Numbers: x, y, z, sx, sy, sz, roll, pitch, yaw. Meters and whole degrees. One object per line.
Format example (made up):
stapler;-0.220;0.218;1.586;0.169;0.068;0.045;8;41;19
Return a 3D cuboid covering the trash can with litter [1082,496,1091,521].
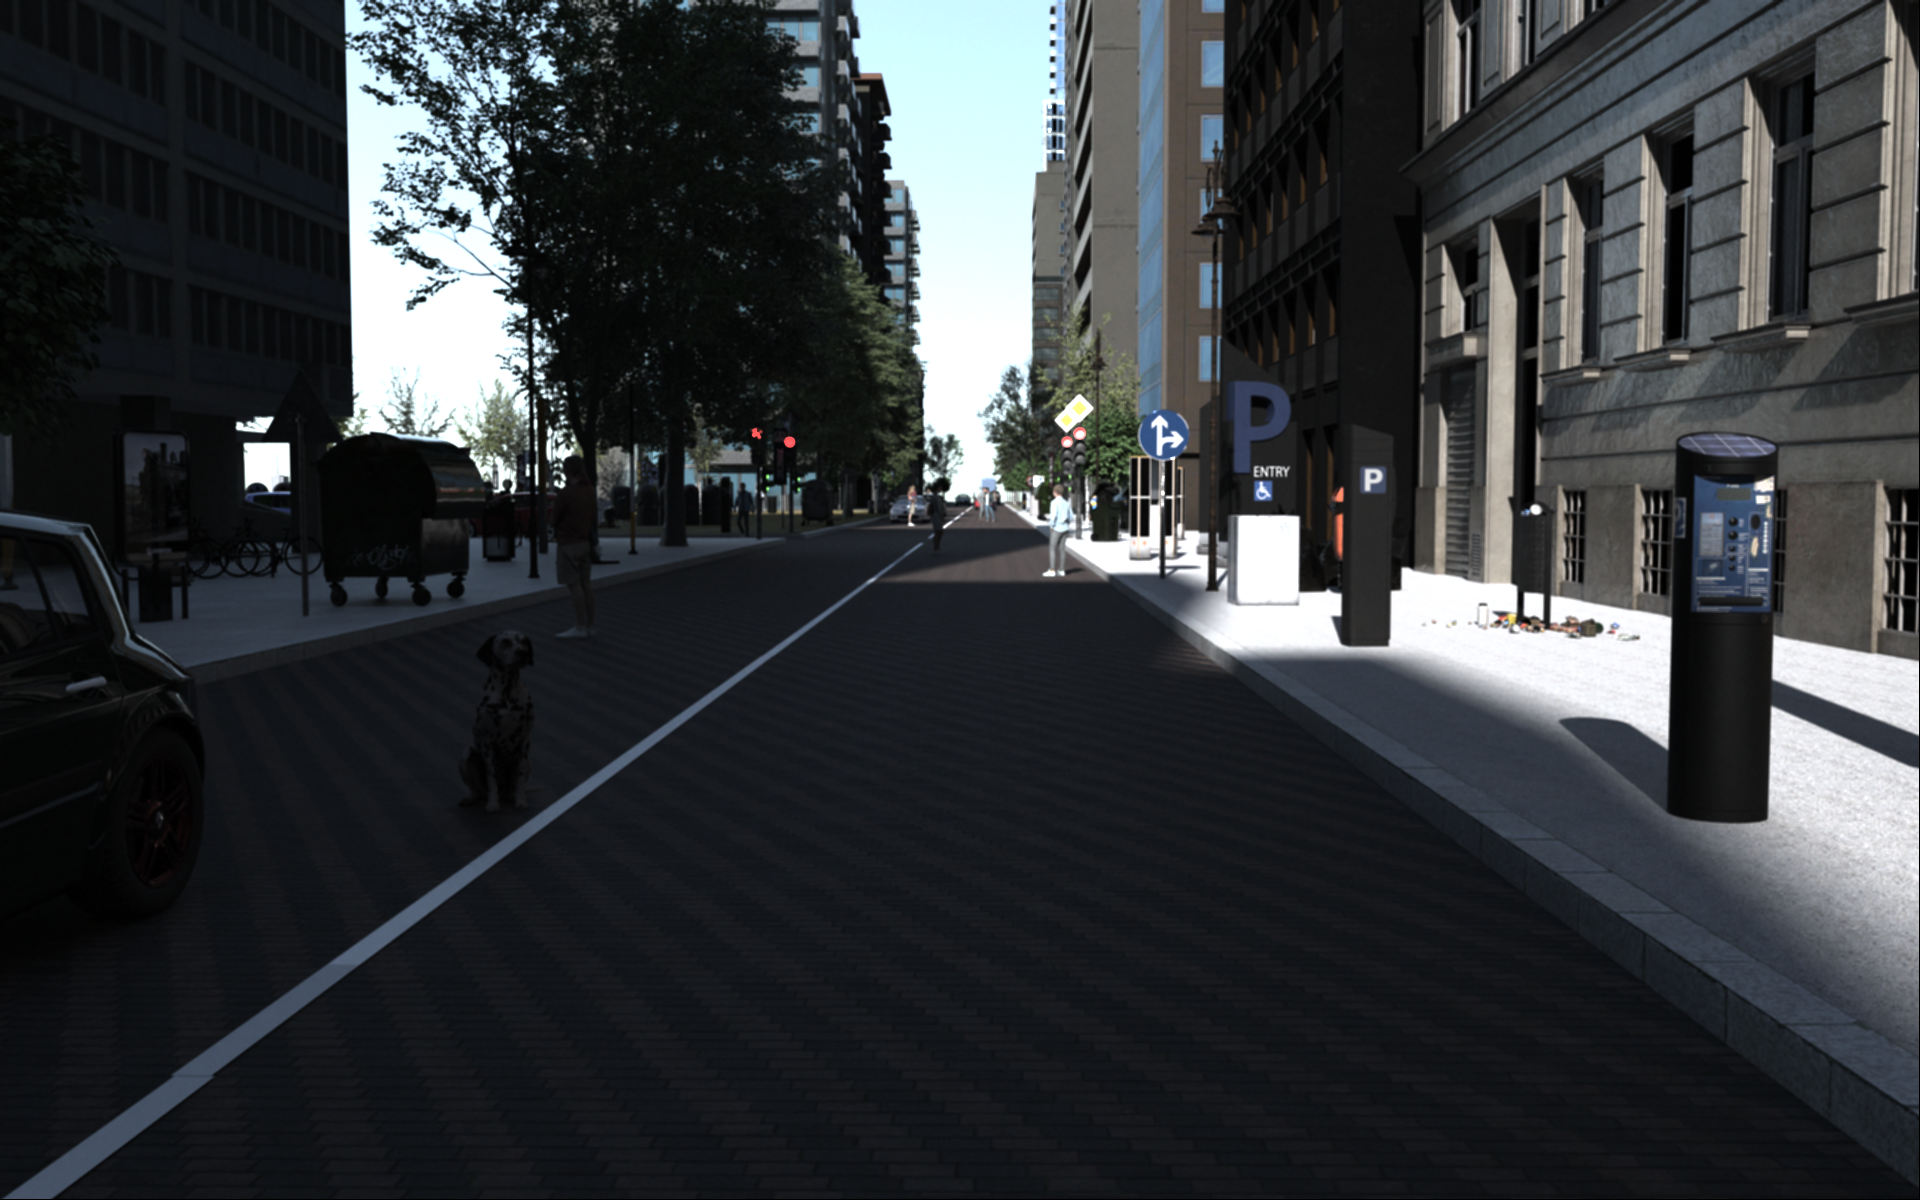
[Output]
trash can with litter;6.208;-4.335;82.262;0.624;1.170;1.055;-1;4;-20

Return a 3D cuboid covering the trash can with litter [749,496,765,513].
trash can with litter;-13.999;-6.487;117.119;1.678;1.210;2.233;2;4;26

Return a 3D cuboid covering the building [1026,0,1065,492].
building;21.810;-58.725;272.820;22.319;86.520;31.000;0;4;1

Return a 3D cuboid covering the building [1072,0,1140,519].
building;17.585;-29.021;98.193;21.300;48.544;21.600;0;4;1

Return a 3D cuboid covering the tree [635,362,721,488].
tree;-16.174;-8.699;92.593;4.737;8.622;4.395;0;3;0

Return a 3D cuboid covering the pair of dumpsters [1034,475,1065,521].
pair of dumpsters;4.465;-5.018;84.537;1.574;2.255;4.437;0;4;1

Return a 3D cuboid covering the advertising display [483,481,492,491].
advertising display;-23.712;-4.953;86.189;0.123;1.923;0.974;3;5;40

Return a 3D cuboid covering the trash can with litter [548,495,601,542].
trash can with litter;-10.624;-2.175;46.616;1.678;1.210;2.233;0;4;1

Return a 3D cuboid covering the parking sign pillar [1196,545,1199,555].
parking sign pillar;5.759;-2.952;36.743;1.447;3.967;1.447;2;4;26

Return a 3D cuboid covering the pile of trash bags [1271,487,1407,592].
pile of trash bags;4.960;-0.809;22.975;1.912;1.369;3.447;0;4;4

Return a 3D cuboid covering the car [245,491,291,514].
car;-20.713;-2.725;54.146;3.694;1.707;1.945;0;4;1

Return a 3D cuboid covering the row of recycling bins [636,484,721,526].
row of recycling bins;-11.569;-3.926;71.310;3.534;1.692;1.069;-2;4;-25

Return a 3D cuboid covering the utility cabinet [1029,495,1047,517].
utility cabinet;4.469;-5.357;98.750;1.020;1.237;0.306;-1;4;-21

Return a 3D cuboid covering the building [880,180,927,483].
building;-17.292;-39.365;263.229;23.786;49.044;30.456;0;4;1

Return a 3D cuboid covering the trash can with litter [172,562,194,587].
trash can with litter;-11.076;-0.791;24.318;1.055;1.170;0.624;3;5;43

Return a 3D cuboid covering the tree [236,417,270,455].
tree;-29.228;-7.191;67.929;4.360;8.622;3.978;0;3;0

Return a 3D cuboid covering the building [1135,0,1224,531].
building;14.366;-25.414;65.622;14.200;45.320;14.600;0;4;1

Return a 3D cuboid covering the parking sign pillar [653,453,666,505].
parking sign pillar;-14.733;-6.106;88.307;1.447;3.967;1.447;-1;4;-14

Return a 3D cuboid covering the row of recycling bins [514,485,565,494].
row of recycling bins;-19.905;-4.653;83.186;3.534;1.692;1.069;2;4;24

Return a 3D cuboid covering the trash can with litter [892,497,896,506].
trash can with litter;-4.666;-6.934;124.754;1.055;1.170;0.624;0;4;2

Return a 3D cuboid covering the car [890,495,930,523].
car;-2.495;-4.615;87.813;2.083;1.381;4.827;0;4;2

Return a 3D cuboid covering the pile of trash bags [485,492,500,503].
pile of trash bags;-24.341;-5.084;92.881;1.912;1.369;3.447;-3;4;-37

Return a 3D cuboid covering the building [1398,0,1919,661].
building;14.597;-11.045;13.877;16.112;22.955;30.059;0;4;1

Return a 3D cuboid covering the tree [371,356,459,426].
tree;-29.470;-8.746;93.357;4.360;8.622;3.978;0;3;0

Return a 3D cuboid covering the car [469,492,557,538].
car;-13.519;-2.669;52.684;4.494;1.783;2.155;0;4;2

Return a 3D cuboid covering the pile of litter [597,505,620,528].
pile of litter;-13.517;-3.166;65.733;1.176;0.858;1.719;-1;4;-17

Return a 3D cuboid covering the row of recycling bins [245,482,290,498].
row of recycling bins;-24.333;-3.302;61.097;3.534;1.692;1.069;-2;4;-25

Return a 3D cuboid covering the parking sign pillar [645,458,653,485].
parking sign pillar;-22.490;-8.486;127.215;1.447;3.967;1.447;-3;5;-44

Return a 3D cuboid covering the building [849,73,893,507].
building;-18.388;-32.004;177.894;22.147;44.769;28.867;0;4;1

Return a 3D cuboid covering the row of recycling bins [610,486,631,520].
row of recycling bins;-17.232;-4.948;88.018;1.069;1.692;3.534;0;4;-5

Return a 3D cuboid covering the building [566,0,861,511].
building;-20.087;-32.293;147.604;23.786;49.044;30.456;0;4;1

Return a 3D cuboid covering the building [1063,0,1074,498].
building;20.061;-46.174;193.197;20.563;71.187;20.611;0;4;1

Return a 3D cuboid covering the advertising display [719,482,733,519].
advertising display;-12.214;-5.210;90.400;0.974;1.923;0.123;3;5;40

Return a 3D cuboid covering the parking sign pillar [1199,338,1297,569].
parking sign pillar;5.183;-2.548;30.133;1.447;3.967;1.447;-1;4;-17

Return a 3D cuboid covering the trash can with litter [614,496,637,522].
trash can with litter;-15.179;-4.206;79.822;2.233;1.210;1.678;-1;4;-18

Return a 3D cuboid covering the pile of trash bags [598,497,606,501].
pile of trash bags;-19.991;-5.667;102.410;3.447;1.369;1.912;1;4;19

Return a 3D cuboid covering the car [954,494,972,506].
car;0.373;-11.899;206.339;2.131;1.459;4.920;0;4;1

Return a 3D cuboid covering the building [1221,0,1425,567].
building;12.914;-12.703;37.369;12.332;23.373;15.834;0;4;1

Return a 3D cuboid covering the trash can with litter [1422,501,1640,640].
trash can with litter;5.468;-0.313;16.183;1.678;1.210;2.233;-1;4;-11

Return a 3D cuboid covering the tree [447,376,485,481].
tree;-28.347;-9.400;104.056;4.737;8.622;4.395;0;3;0

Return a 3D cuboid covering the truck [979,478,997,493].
truck;4.762;-17.646;278.264;2.967;4.110;18.799;0;4;-1

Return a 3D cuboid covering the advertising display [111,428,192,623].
advertising display;-8.094;-0.744;17.385;0.123;1.923;0.974;1;4;14

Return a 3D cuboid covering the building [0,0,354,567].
building;-25.225;-20.771;31.492;23.993;40.220;32.217;0;4;1

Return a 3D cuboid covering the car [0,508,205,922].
car;-3.616;0.320;4.555;2.009;1.686;4.222;0;4;2

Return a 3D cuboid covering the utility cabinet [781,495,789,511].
utility cabinet;-12.881;-7.143;127.947;0.306;1.237;1.020;1;4;20

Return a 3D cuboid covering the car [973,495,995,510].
car;2.259;-9.009;156.339;2.155;1.783;4.494;0;4;2

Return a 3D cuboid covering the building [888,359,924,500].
building;-19.184;-23.819;234.475;27.650;21.520;28.899;0;4;1

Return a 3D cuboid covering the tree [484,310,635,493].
tree;-14.068;-6.743;60.610;4.737;8.622;4.395;0;3;0

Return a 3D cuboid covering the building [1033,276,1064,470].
building;16.678;-28.018;229.797;14.160;30.474;14.107;0;4;1

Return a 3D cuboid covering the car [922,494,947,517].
car;-1.802;-6.035;108.456;2.009;1.686;4.222;0;4;3

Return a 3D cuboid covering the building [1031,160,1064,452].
building;21.129;-38.122;246.992;21.300;48.544;21.600;0;4;1
